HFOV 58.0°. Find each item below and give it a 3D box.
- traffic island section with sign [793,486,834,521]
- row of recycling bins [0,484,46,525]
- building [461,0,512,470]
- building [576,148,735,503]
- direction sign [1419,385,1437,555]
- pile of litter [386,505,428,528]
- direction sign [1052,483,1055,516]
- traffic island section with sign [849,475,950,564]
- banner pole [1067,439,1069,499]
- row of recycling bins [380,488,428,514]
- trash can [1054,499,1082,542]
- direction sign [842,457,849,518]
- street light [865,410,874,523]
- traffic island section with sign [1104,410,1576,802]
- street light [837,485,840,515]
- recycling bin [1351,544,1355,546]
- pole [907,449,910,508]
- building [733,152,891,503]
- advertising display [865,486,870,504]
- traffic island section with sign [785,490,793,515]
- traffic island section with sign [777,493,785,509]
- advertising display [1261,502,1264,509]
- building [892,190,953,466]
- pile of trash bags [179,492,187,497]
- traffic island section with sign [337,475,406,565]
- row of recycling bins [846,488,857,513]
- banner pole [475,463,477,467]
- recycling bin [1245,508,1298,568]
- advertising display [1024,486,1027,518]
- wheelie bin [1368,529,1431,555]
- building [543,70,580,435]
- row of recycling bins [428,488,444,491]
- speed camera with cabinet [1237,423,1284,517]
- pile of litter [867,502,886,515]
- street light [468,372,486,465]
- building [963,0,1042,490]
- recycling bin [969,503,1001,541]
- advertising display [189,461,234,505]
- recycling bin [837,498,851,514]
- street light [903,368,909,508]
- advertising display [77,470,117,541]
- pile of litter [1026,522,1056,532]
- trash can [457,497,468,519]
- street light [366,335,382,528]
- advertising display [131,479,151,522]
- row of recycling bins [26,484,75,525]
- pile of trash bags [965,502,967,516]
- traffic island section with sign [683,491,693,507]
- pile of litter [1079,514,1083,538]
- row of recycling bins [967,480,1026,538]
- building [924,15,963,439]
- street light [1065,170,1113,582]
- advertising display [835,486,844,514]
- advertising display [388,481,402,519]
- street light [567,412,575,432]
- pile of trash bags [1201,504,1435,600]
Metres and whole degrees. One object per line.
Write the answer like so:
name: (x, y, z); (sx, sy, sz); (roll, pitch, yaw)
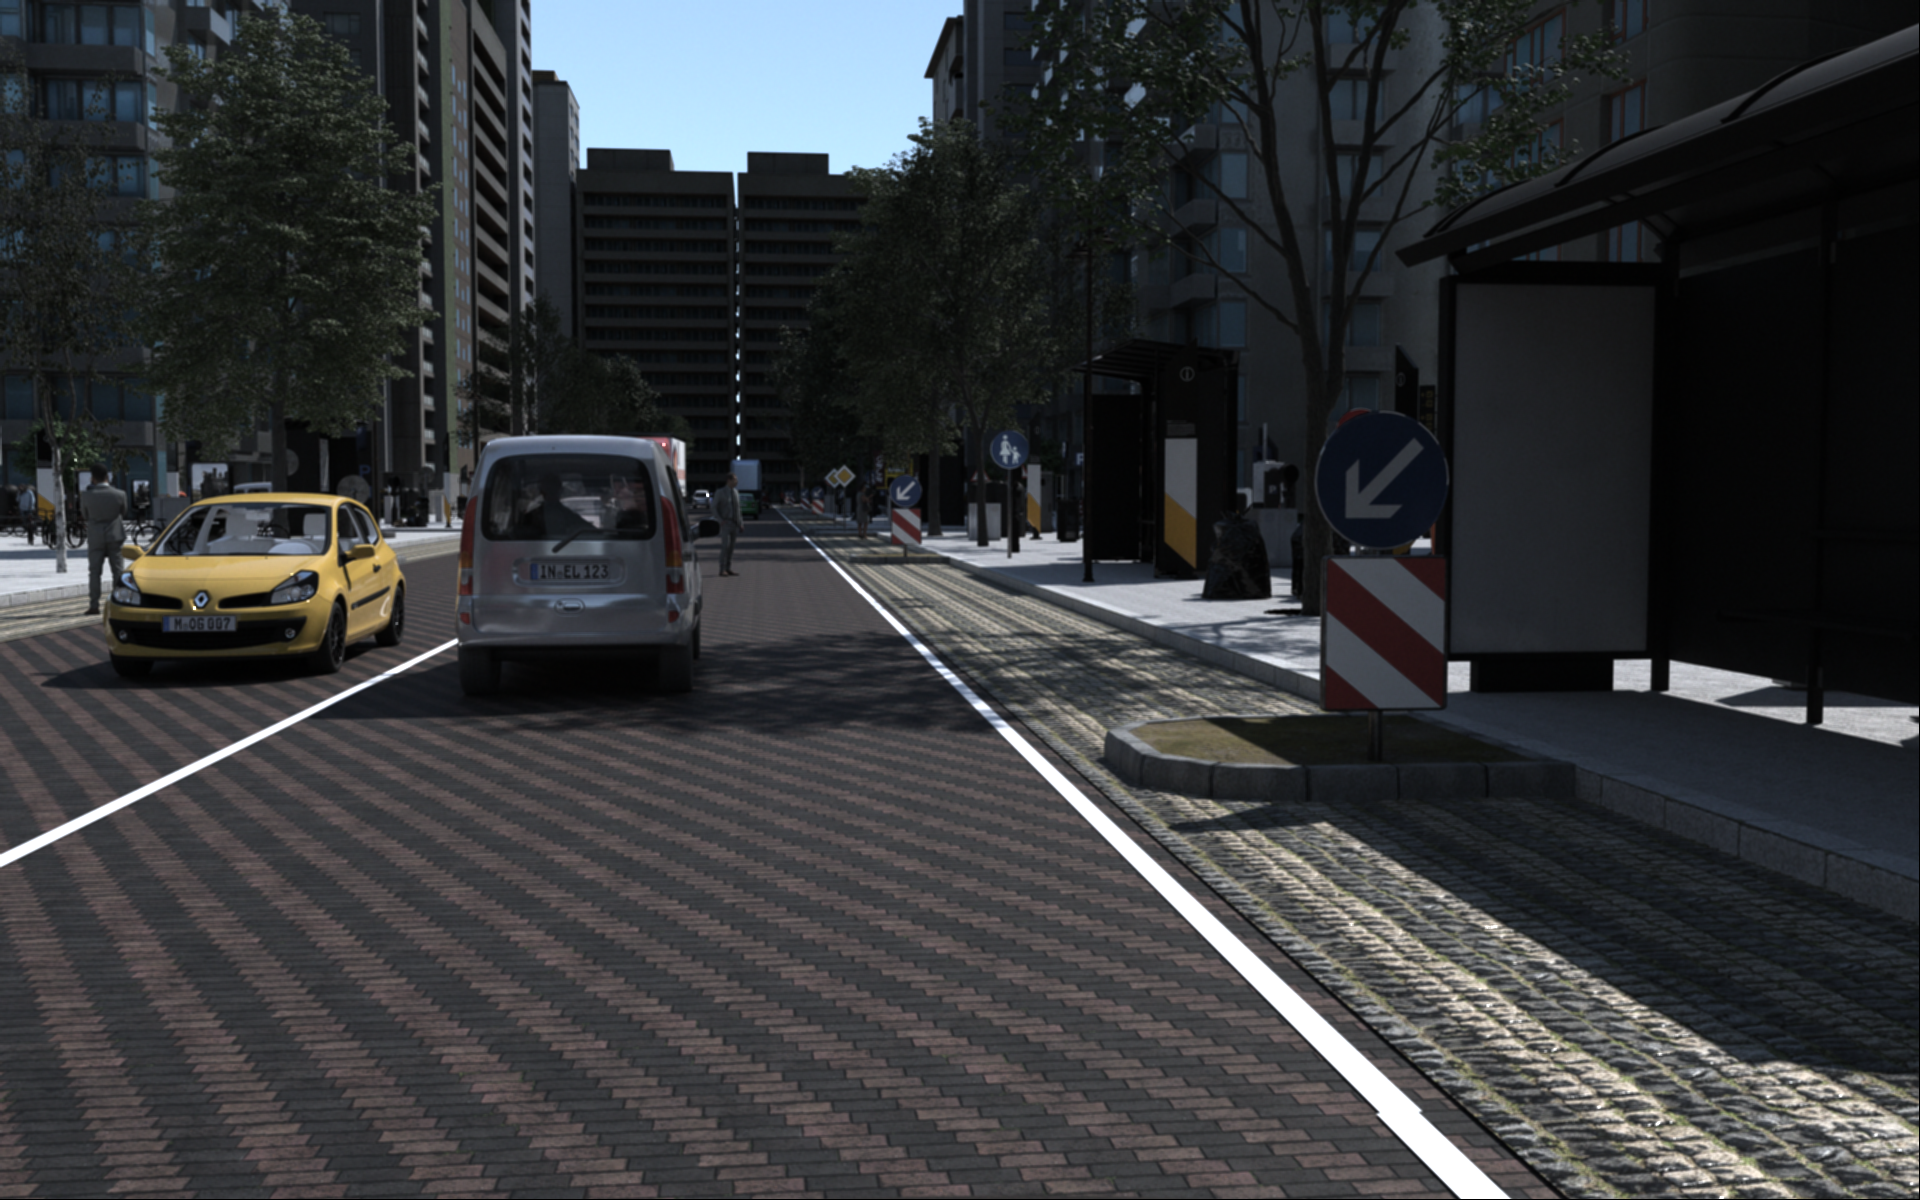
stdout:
traffic island section with sign: (-7.601, -5.038, 90.999); (1.989, 1.847, 2.006); (0, 4, -7)
row of recycling bins: (-40.299, -4.034, 73.062); (3.534, 1.692, 1.069); (2, 4, 24)
building: (-54.310, -32.867, 161.072); (21.300, 48.544, 21.600); (0, 4, -7)
building: (-42.508, -38.067, 246.089); (21.600, 48.544, 21.300); (0, 4, -7)
direction sign: (9.919, -2.688, 35.947); (0.876, 3.537, 0.379); (3, 5, 40)
pile of litter: (-21.312, -3.228, 66.744); (1.719, 0.858, 1.176); (-2, 4, -34)
direction sign: (5.417, -6.724, 101.935); (0.876, 3.537, 0.379); (0, 4, 6)
traffic island section with sign: (-1.298, -1.680, 36.096); (1.989, 1.847, 2.006); (0, 4, -7)
banner pole: (4.930, -5.434, 78.870); (0.401, 3.779, 0.863); (1, 4, 8)
row of recycling bins: (-36.210, -6.410, 111.914); (3.534, 1.692, 1.069); (2, 4, 31)
trash can: (2.896, -2.119, 46.301); (0.748, 1.137, 0.748); (0, 3, 0)
direction sign: (-6.283, -6.280, 94.673); (0.379, 3.537, 0.876); (0, 4, 2)
street light: (-3.925, -6.307, 75.900); (0.468, 5.910, 1.993); (0, 4, -7)
traffic island section with sign: (1.814, -0.022, 8.990); (1.989, 1.847, 2.006); (0, 4, -7)
street light: (-7.585, -8.278, 108.137); (0.468, 5.910, 1.993); (0, 4, -7)
recycling bin: (10.067, -1.881, 43.303); (0.722, 1.027, 0.722); (-1, 4, -14)
pole: (-2.339, -5.141, 77.897); (0.158, 3.312, 0.155); (0, 3, 0)
building: (-21.074, -38.230, 248.762); (21.600, 48.544, 21.300); (0, 4, -7)
advertising display: (-5.679, -6.264, 107.628); (0.974, 1.923, 0.123); (0, 4, 3)
traffic island section with sign: (-10.681, -6.676, 117.778); (1.989, 1.847, 2.006); (0, 4, -7)
traffic island section with sign: (-16.409, -9.726, 167.652); (1.989, 1.847, 2.006); (0, 4, -7)
advertising display: (10.373, -3.243, 58.234); (0.123, 1.923, 0.974); (2, 4, 33)
building: (-2.923, -36.550, 247.698); (14.200, 45.320, 14.600); (0, 4, -7)
pile of trash bags: (-29.327, -3.556, 67.888); (1.912, 1.369, 3.447); (2, 4, 31)
traffic island section with sign: (-12.389, -1.625, 35.203); (1.989, 1.847, 2.006); (0, 4, -7)
row of recycling bins: (-7.676, -6.876, 119.539); (1.069, 1.692, 3.534); (0, 4, 8)
banner pole: (-38.241, -9.034, 137.729); (0.401, 3.779, 0.863); (3, 5, 40)
recycling bin: (5.440, -1.087, 30.323); (0.722, 1.027, 0.722); (-1, 4, -14)
advertising display: (3.456, -5.322, 92.232); (0.974, 1.923, 0.123); (1, 4, 17)
wheelie bin: (7.079, -1.254, 28.418); (0.980, 1.594, 0.693); (0, 4, -5)
building: (-67.701, -42.877, 243.030); (28.212, 58.520, 21.231); (0, 4, -7)
row of recycling bins: (-35.390, -6.704, 116.724); (1.069, 1.692, 3.534); (-3, 4, -36)
speed camera with cabinet: (7.967, -3.274, 47.867); (2.038, 3.252, 0.660); (-2, 4, -26)
pile of litter: (-5.431, -5.604, 105.590); (1.176, 0.858, 1.719); (3, 4, 36)
street light: (-18.217, -5.662, 65.361); (0.468, 5.910, 1.993); (0, 4, -7)
building: (10.837, -37.983, 163.020); (21.231, 58.520, 28.212); (0, 4, -7)
recycling bin: (0.682, -2.168, 48.000); (0.722, 1.027, 0.722); (-1, 4, -19)
advertising display: (-14.812, -1.780, 34.315); (0.974, 1.923, 0.123); (1, 4, 19)
recycling bin: (-7.676, -6.247, 114.686); (0.722, 1.027, 0.722); (3, 5, 44)
street light: (-1.816, -5.235, 58.384); (0.468, 5.910, 1.993); (0, 4, -7)
advertising display: (-23.588, -2.580, 47.392); (0.974, 1.923, 0.123); (-2, 4, -25)
pile of litter: (2.494, -2.771, 59.263); (1.719, 0.858, 1.176); (0, 4, -7)
trash can: (-25.266, -4.690, 88.341); (0.748, 1.137, 0.748); (0, 3, 0)
street light: (-16.159, -4.590, 47.839); (0.468, 5.910, 1.993); (0, 4, -7)
advertising display: (-36.247, -4.369, 76.650); (0.123, 1.923, 0.974); (1, 4, 19)
row of recycling bins: (-37.594, -3.977, 72.142); (1.069, 1.692, 3.534); (-1, 4, -10)
pile of trash bags: (-0.597, -5.761, 103.948); (1.912, 1.369, 3.447); (-1, 4, -8)
traffic island section with sign: (-30.540, -11.287, 193.176); (1.989, 1.847, 2.006); (0, 4, -7)
pile of litter: (4.019, -2.237, 50.539); (1.176, 0.858, 1.719); (-1, 4, -18)
row of recycling bins: (1.055, -2.789, 52.718); (1.069, 1.692, 3.534); (-1, 4, -18)
building: (11.624, -36.822, 191.270); (28.713, 52.752, 27.495); (0, 4, -7)
street light: (1.879, -3.204, 25.166); (0.468, 5.910, 1.993); (0, 4, -7)
advertising display: (-7.621, -6.404, 109.913); (0.123, 1.923, 0.974); (2, 4, 27)
advertising display: (-28.184, -4.963, 86.354); (0.974, 1.923, 0.123); (3, 4, 37)
street light: (-21.892, -7.634, 97.596); (0.468, 5.910, 1.993); (0, 4, -7)
pile of trash bags: (4.615, -0.708, 21.328); (3.447, 1.369, 1.912); (2, 4, 25)
